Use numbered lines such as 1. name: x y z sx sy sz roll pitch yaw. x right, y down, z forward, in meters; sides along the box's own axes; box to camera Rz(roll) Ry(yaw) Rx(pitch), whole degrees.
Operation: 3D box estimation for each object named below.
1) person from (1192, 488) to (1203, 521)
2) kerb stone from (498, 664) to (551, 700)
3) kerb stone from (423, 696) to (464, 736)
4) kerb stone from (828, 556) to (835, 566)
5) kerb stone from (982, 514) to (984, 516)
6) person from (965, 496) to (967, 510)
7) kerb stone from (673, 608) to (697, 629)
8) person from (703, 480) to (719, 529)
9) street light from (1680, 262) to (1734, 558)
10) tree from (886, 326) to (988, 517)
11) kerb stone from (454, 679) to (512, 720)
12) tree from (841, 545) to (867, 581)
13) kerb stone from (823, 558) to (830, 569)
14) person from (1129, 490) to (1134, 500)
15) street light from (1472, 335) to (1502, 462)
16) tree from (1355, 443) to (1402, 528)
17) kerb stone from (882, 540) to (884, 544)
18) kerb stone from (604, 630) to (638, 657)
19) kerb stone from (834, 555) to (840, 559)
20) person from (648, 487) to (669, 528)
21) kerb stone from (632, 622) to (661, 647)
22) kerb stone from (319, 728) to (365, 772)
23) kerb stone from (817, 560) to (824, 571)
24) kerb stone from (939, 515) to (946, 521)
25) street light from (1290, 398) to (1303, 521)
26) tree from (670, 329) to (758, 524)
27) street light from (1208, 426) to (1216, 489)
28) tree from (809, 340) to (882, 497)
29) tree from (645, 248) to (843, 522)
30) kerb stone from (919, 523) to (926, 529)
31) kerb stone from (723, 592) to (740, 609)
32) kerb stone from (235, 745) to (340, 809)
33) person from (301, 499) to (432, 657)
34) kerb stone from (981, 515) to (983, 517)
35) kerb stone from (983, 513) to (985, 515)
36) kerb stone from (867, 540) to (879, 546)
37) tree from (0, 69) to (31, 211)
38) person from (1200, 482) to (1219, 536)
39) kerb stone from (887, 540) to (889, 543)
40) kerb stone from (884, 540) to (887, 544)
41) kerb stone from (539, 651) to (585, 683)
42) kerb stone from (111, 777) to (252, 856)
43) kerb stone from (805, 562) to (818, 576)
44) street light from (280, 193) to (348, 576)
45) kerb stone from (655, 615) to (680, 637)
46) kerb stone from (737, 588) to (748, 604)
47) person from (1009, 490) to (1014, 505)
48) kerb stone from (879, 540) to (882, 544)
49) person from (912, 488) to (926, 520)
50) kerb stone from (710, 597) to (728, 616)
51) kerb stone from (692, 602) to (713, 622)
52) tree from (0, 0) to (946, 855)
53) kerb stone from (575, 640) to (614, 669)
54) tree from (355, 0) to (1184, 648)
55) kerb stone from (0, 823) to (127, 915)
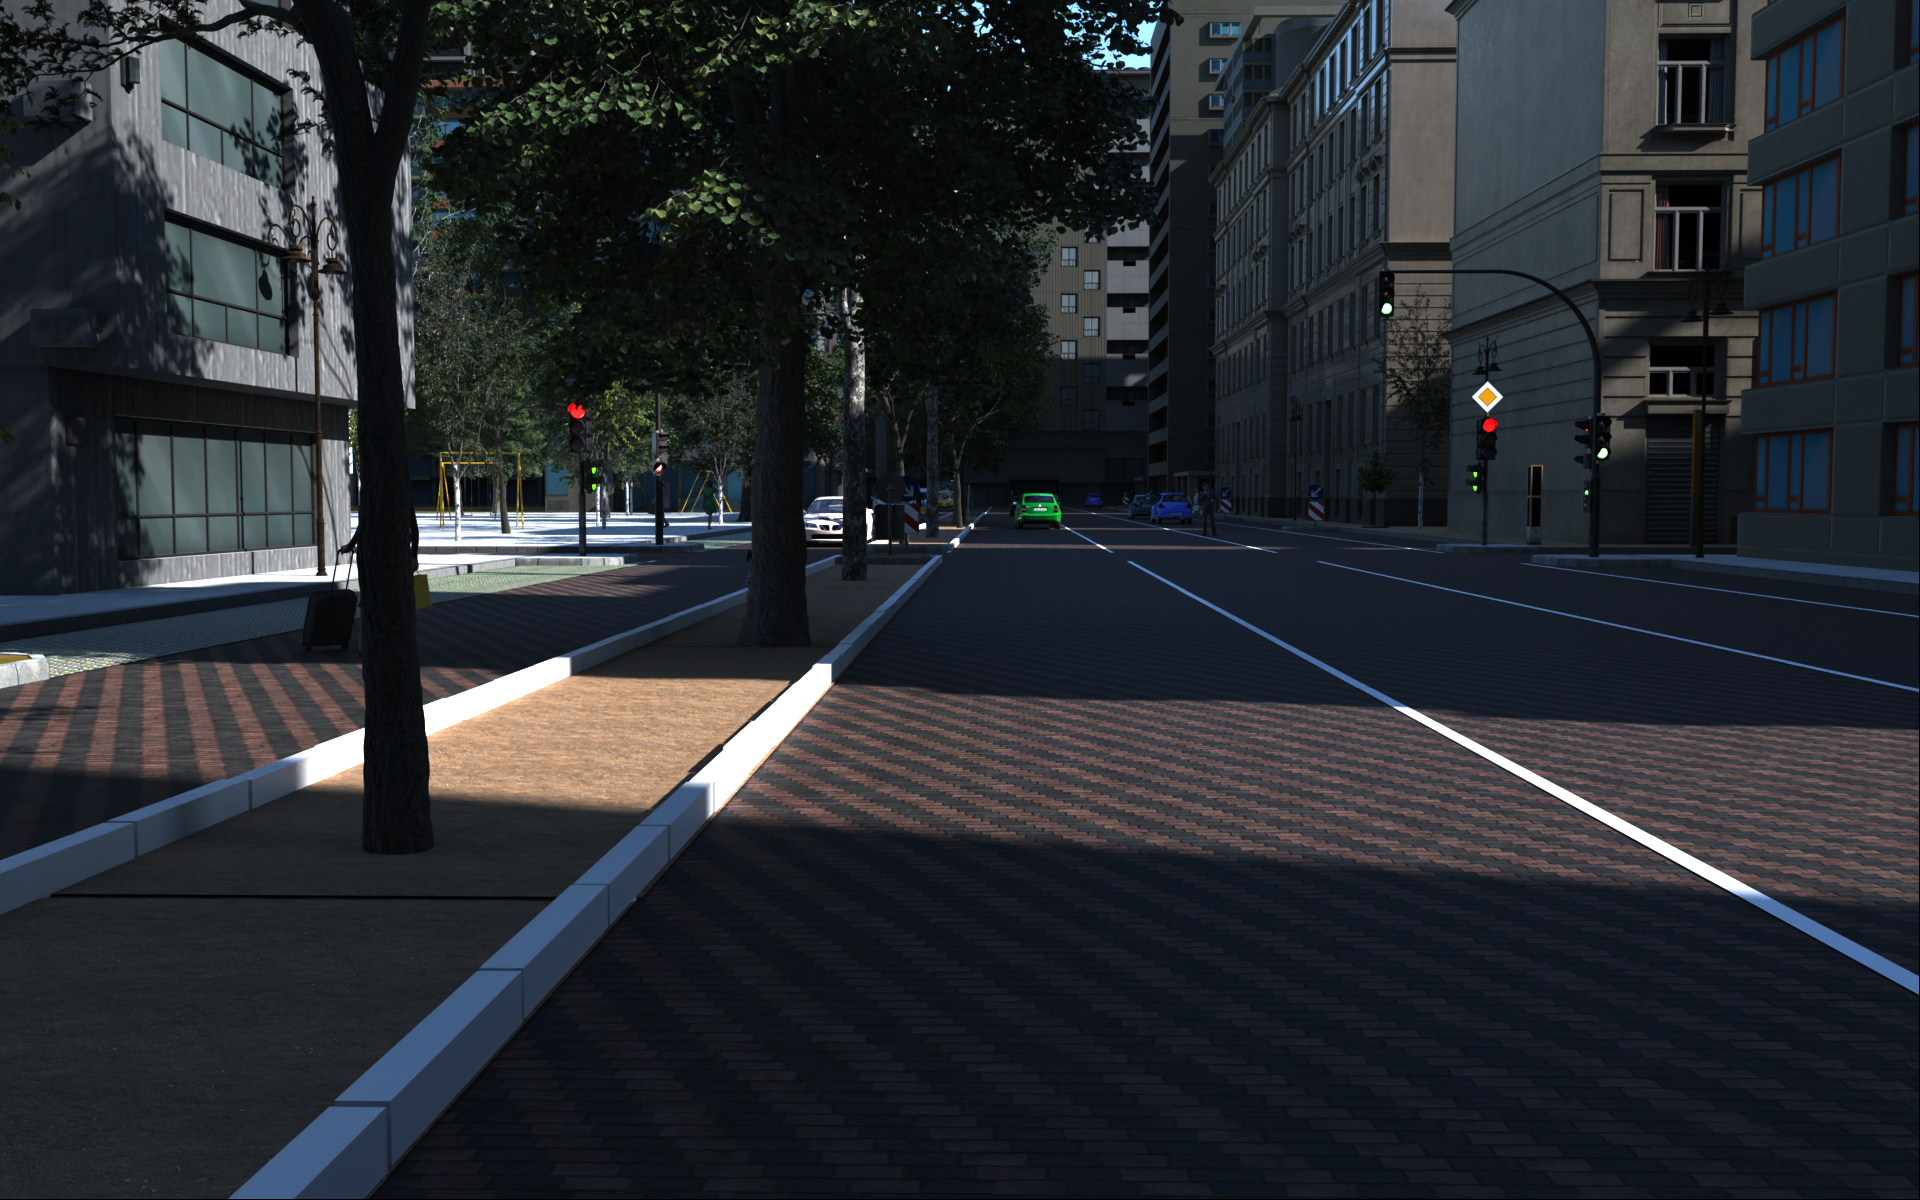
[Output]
1. person: 12.848 -5.193 93.759 0.624 1.780 0.694 1 4 17
2. kerb stone: -3.142 0.598 12.430 0.120 0.150 1.000 0 4 1
3. kerb stone: -3.198 0.723 10.368 0.120 0.150 1.000 0 4 1
4. kerb stone: -2.607 -0.719 33.944 0.120 0.150 1.000 0 4 1
5. kerb stone: 1.156 -4.758 99.988 0.120 0.150 1.000 0 4 1
6. person: 0.382 -8.747 152.980 0.593 1.643 0.415 -3 5 -40
7. kerb stone: -2.992 0.221 18.574 0.120 0.150 1.000 0 4 1
8. person: -9.138 -3.479 63.176 0.600 1.795 0.529 1 4 13
9. street light: 14.925 -3.790 34.758 0.468 5.910 1.993 0 4 1
10. tree: -0.929 -6.929 66.103 4.360 8.622 3.978 0 3 0
11. kerb stone: -3.166 0.665 11.398 0.120 0.150 1.000 0 4 1
12. tree: -2.939 -10.433 28.931 12.611 20.169 13.585 0 3 0
13. kerb stone: -2.629 -0.655 32.910 0.120 0.150 1.000 0 4 1
14. person: 18.293 -10.903 184.762 0.568 1.767 0.683 1 4 9
15. street light: 15.305 -4.748 50.417 0.468 5.910 1.993 0 4 1
16. tree: 15.773 -4.365 65.968 1.663 3.219 1.824 0 3 0
17. kerb stone: -2.256 -1.560 47.786 0.120 0.150 1.000 0 4 1
18. kerb stone: -3.072 0.409 15.510 0.120 0.150 1.000 0 4 1
19. kerb stone: -2.581 -0.781 34.966 0.120 0.150 1.000 0 4 1
20. person: -11.498 -3.690 66.490 0.853 1.813 0.709 1 4 17
21. kerb stone: -3.038 0.346 16.531 0.120 0.150 1.000 0 4 1
22. kerb stone: -3.224 0.790 9.347 0.120 0.150 1.000 0 4 1
23. kerb stone: -2.660 -0.592 31.879 0.120 0.150 1.000 0 4 1
24. kerb stone: -0.991 -4.637 98.005 0.120 0.150 1.000 0 4 1
25. street light: 16.157 -6.763 83.359 0.468 5.910 1.993 0 4 1
26. tree: -10.098 -7.485 72.750 4.360 8.622 3.978 0 3 0
27. street light: 17.006 -8.832 117.192 0.468 5.910 1.993 0 4 1
28. tree: -8.512 -11.502 113.811 9.928 11.665 9.643 0 3 0
29. tree: -9.834 -9.977 80.137 9.611 12.733 9.660 0 3 0
30. kerb stone: -1.583 -3.196 74.444 0.120 0.150 1.000 0 4 1
31. kerb stone: -2.914 0.034 21.639 0.120 0.150 1.000 0 4 1
32. kerb stone: -3.245 0.857 8.325 0.120 0.150 1.000 0 4 1
33. person: -5.288 -0.411 15.430 0.699 1.804 1.509 -3 5 -40
34. kerb stone: 1.057 -4.507 95.888 0.120 0.150 1.000 0 4 1
35. kerb stone: 1.259 -5.009 104.092 0.120 0.150 1.000 0 4 1
36. kerb stone: -2.303 -1.440 45.733 0.120 0.150 1.000 0 4 1
37. tree: -11.105 -4.075 16.988 4.737 8.622 4.395 0 3 0
38. person: 8.520 -3.114 59.219 0.655 1.846 0.447 0 4 3
39. kerb stone: -2.202 -1.689 49.835 0.120 0.150 1.000 0 4 1
40. kerb stone: -2.236 -1.627 48.813 0.120 0.150 1.000 0 4 1
41. kerb stone: -3.120 0.534 13.458 0.120 0.150 1.000 0 4 1
42. kerb stone: -3.275 0.911 7.299 0.120 0.150 1.000 0 4 1
43. kerb stone: -2.687 -0.529 30.857 0.120 0.150 1.000 0 4 1
44. street light: -10.020 -3.316 27.007 0.468 5.910 1.993 0 4 1
45. kerb stone: -3.015 0.288 17.553 0.120 0.150 1.000 0 4 1
46. kerb stone: -2.889 -0.026 22.666 0.120 0.150 1.000 0 4 1
47. person: 4.309 -8.176 142.724 0.434 1.755 0.990 -1 4 -23
48. kerb stone: -2.282 -1.503 46.763 0.120 0.150 1.000 0 4 1
49. person: -2.446 -5.320 95.692 0.699 1.804 1.509 -2 4 -24
50. kerb stone: -2.936 0.100 20.618 0.120 0.150 1.000 0 4 1
51. kerb stone: -2.966 0.159 19.596 0.120 0.150 1.000 0 4 1
52. tree: -2.228 -4.289 6.995 8.767 10.594 7.601 0 4 1
53. kerb stone: -3.092 0.471 14.488 0.120 0.150 1.000 0 4 1
54. tree: -1.758 -6.542 16.080 9.857 13.997 8.962 0 3 0
55. kerb stone: -3.295 0.975 6.262 0.120 0.150 1.000 0 4 1
